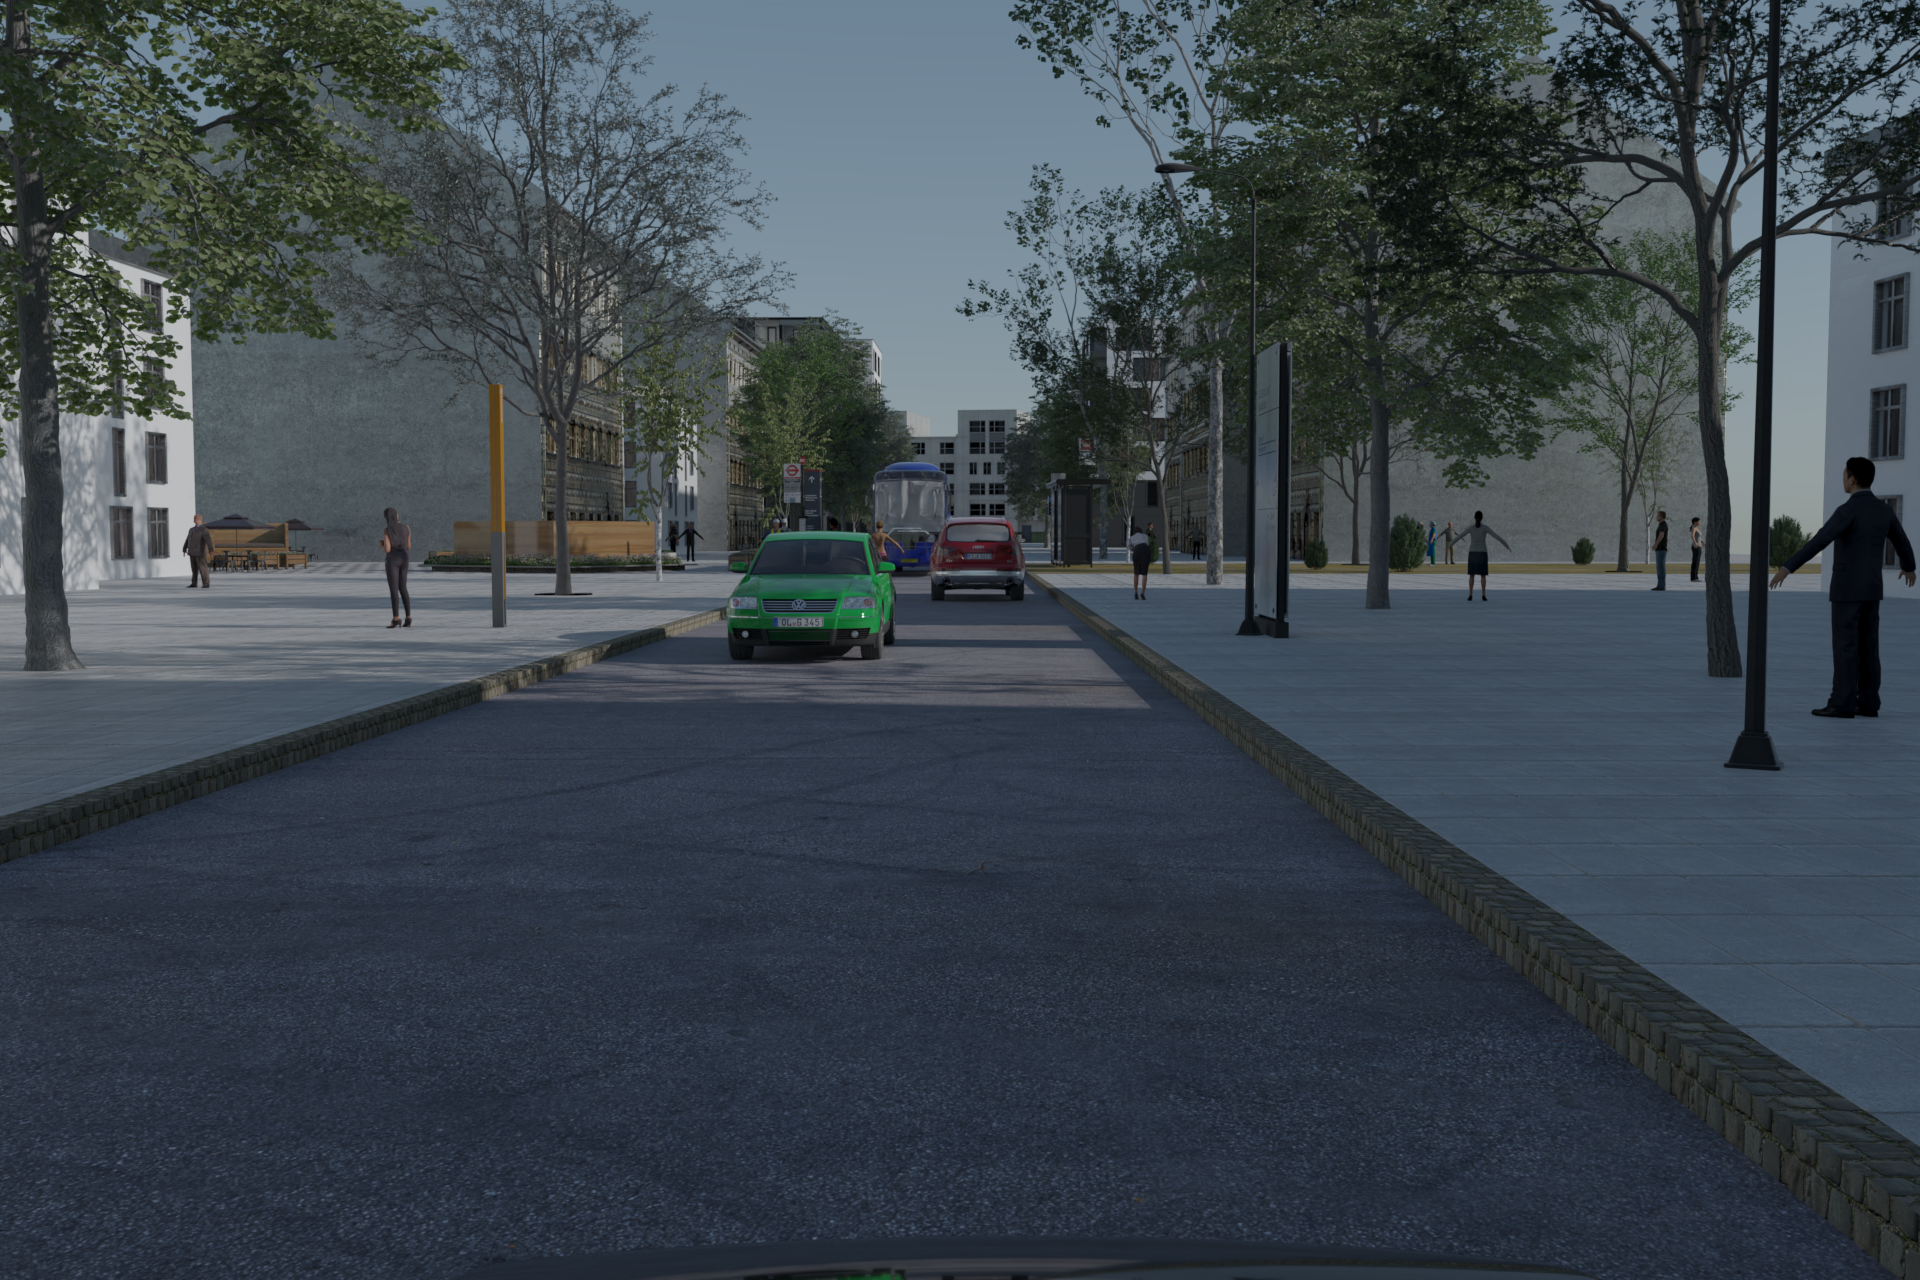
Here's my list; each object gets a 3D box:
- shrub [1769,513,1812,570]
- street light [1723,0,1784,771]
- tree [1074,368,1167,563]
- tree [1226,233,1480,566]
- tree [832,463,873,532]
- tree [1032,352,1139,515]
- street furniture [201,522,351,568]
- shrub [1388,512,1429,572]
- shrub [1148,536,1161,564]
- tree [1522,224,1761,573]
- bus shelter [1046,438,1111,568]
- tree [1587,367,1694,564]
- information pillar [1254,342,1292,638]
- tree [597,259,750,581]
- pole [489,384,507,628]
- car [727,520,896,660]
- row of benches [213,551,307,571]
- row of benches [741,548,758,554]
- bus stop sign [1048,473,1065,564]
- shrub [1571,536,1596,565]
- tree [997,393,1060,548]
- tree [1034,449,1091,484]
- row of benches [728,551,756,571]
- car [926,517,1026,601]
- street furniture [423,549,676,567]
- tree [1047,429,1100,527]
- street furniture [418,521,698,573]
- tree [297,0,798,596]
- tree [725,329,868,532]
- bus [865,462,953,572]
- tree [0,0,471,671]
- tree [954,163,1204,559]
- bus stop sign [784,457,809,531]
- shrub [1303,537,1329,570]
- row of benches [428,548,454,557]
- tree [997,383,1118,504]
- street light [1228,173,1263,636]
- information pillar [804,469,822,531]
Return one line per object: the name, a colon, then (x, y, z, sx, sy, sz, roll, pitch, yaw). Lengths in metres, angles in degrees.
shrub: (29.148, -3.471, 61.172, 1.690, 2.028, 1.600, 0, 3, 0)
street light: (4.922, -2.252, 9.363, 1.470, 5.913, 1.316, 0, 4, 1)
tree: (7.570, -7.731, 76.767, 4.360, 8.622, 3.978, 0, 3, 0)
tree: (16.138, -9.813, 70.807, 12.009, 13.543, 11.850, 0, 3, 0)
tree: (-7.535, -10.662, 124.681, 4.360, 8.622, 3.978, 0, 3, 0)
tree: (8.059, -11.645, 108.520, 7.486, 12.596, 7.792, 0, 3, 0)
street furniture: (-30.571, -3.822, 69.338, 11.010, 1.723, 9.812, -2, 4, -25)
shrub: (14.985, -3.310, 58.535, 1.690, 2.028, 1.600, 0, 3, 0)
shrub: (8.126, -3.860, 74.222, 1.383, 1.207, 1.383, 0, 3, 0)
tree: (22.444, -8.076, 57.798, 9.928, 11.665, 9.643, 0, 3, 0)
bus shelter: (4.646, -5.648, 69.968, 2.179, 5.291, 8.768, 0, 4, -1)
tree: (29.650, -7.563, 74.012, 4.360, 8.622, 3.978, 0, 3, 0)
information pillar: (3.971, -1.878, 22.018, 0.184, 3.620, 1.656, 0, 4, 1)
tree: (-8.121, -5.937, 47.436, 4.737, 8.622, 4.395, 0, 3, 0)
pole: (-6.325, -1.826, 23.694, 0.158, 3.312, 0.155, 0, 3, 0)
car: (-1.742, -0.756, 21.156, 1.959, 1.807, 4.718, 0, 4, 0)
row of benches: (-25.004, -2.856, 62.162, 1.422, 0.672, 4.104, 1, 4, 21)
row of benches: (-7.813, -3.551, 73.529, 1.422, 0.672, 4.104, -3, 5, -44)
bus stop sign: (4.251, -5.268, 75.140, 0.837, 3.901, 0.837, 0, 4, 0)
shrub: (25.547, -3.661, 70.978, 1.383, 1.207, 1.383, 0, 3, 0)
tree: (7.988, -15.304, 156.882, 9.857, 13.997, 8.962, 0, 3, 0)
tree: (7.179, -10.859, 127.903, 4.360, 8.622, 3.978, 0, 3, 0)
row of benches: (-7.711, -2.808, 61.370, 1.422, 0.672, 4.104, 0, 4, -2)
car: (0.366, -1.845, 38.840, 2.281, 1.827, 5.304, 0, 4, 0)
street furniture: (-16.239, -3.336, 70.171, 10.072, 0.657, 5.734, 0, 4, 1)
tree: (7.683, -10.219, 117.448, 4.737, 8.622, 4.395, 0, 3, 0)
street furniture: (-14.121, -3.207, 59.286, 11.010, 1.723, 9.812, 2, 4, 31)
tree: (-8.383, -7.683, 35.994, 12.009, 13.543, 11.850, 0, 3, 0)
tree: (-8.198, -9.886, 87.386, 9.928, 11.665, 9.643, 0, 3, 0)
bus: (-1.650, -4.366, 62.928, 2.896, 3.916, 12.251, 0, 4, 0)
tree: (-8.442, -5.963, 15.627, 7.486, 12.596, 7.792, 0, 3, 0)
tree: (6.478, -14.257, 88.993, 12.611, 20.169, 13.585, 0, 3, 0)
bus stop sign: (-5.656, -4.355, 59.902, 0.855, 3.939, 0.416, 0, 4, 2)
shrub: (12.888, -3.151, 62.639, 1.383, 1.207, 1.383, 0, 3, 0)
row of benches: (-21.125, -3.647, 75.095, 1.422, 0.672, 4.104, 3, 4, 38)
tree: (7.891, -13.879, 137.286, 12.009, 13.543, 11.850, 0, 3, 0)
street light: (4.215, -3.013, 21.807, 1.470, 5.913, 1.316, 0, 4, 0)
information pillar: (-5.893, -4.898, 69.464, 0.750, 3.857, 0.750, 0, 4, 2)
